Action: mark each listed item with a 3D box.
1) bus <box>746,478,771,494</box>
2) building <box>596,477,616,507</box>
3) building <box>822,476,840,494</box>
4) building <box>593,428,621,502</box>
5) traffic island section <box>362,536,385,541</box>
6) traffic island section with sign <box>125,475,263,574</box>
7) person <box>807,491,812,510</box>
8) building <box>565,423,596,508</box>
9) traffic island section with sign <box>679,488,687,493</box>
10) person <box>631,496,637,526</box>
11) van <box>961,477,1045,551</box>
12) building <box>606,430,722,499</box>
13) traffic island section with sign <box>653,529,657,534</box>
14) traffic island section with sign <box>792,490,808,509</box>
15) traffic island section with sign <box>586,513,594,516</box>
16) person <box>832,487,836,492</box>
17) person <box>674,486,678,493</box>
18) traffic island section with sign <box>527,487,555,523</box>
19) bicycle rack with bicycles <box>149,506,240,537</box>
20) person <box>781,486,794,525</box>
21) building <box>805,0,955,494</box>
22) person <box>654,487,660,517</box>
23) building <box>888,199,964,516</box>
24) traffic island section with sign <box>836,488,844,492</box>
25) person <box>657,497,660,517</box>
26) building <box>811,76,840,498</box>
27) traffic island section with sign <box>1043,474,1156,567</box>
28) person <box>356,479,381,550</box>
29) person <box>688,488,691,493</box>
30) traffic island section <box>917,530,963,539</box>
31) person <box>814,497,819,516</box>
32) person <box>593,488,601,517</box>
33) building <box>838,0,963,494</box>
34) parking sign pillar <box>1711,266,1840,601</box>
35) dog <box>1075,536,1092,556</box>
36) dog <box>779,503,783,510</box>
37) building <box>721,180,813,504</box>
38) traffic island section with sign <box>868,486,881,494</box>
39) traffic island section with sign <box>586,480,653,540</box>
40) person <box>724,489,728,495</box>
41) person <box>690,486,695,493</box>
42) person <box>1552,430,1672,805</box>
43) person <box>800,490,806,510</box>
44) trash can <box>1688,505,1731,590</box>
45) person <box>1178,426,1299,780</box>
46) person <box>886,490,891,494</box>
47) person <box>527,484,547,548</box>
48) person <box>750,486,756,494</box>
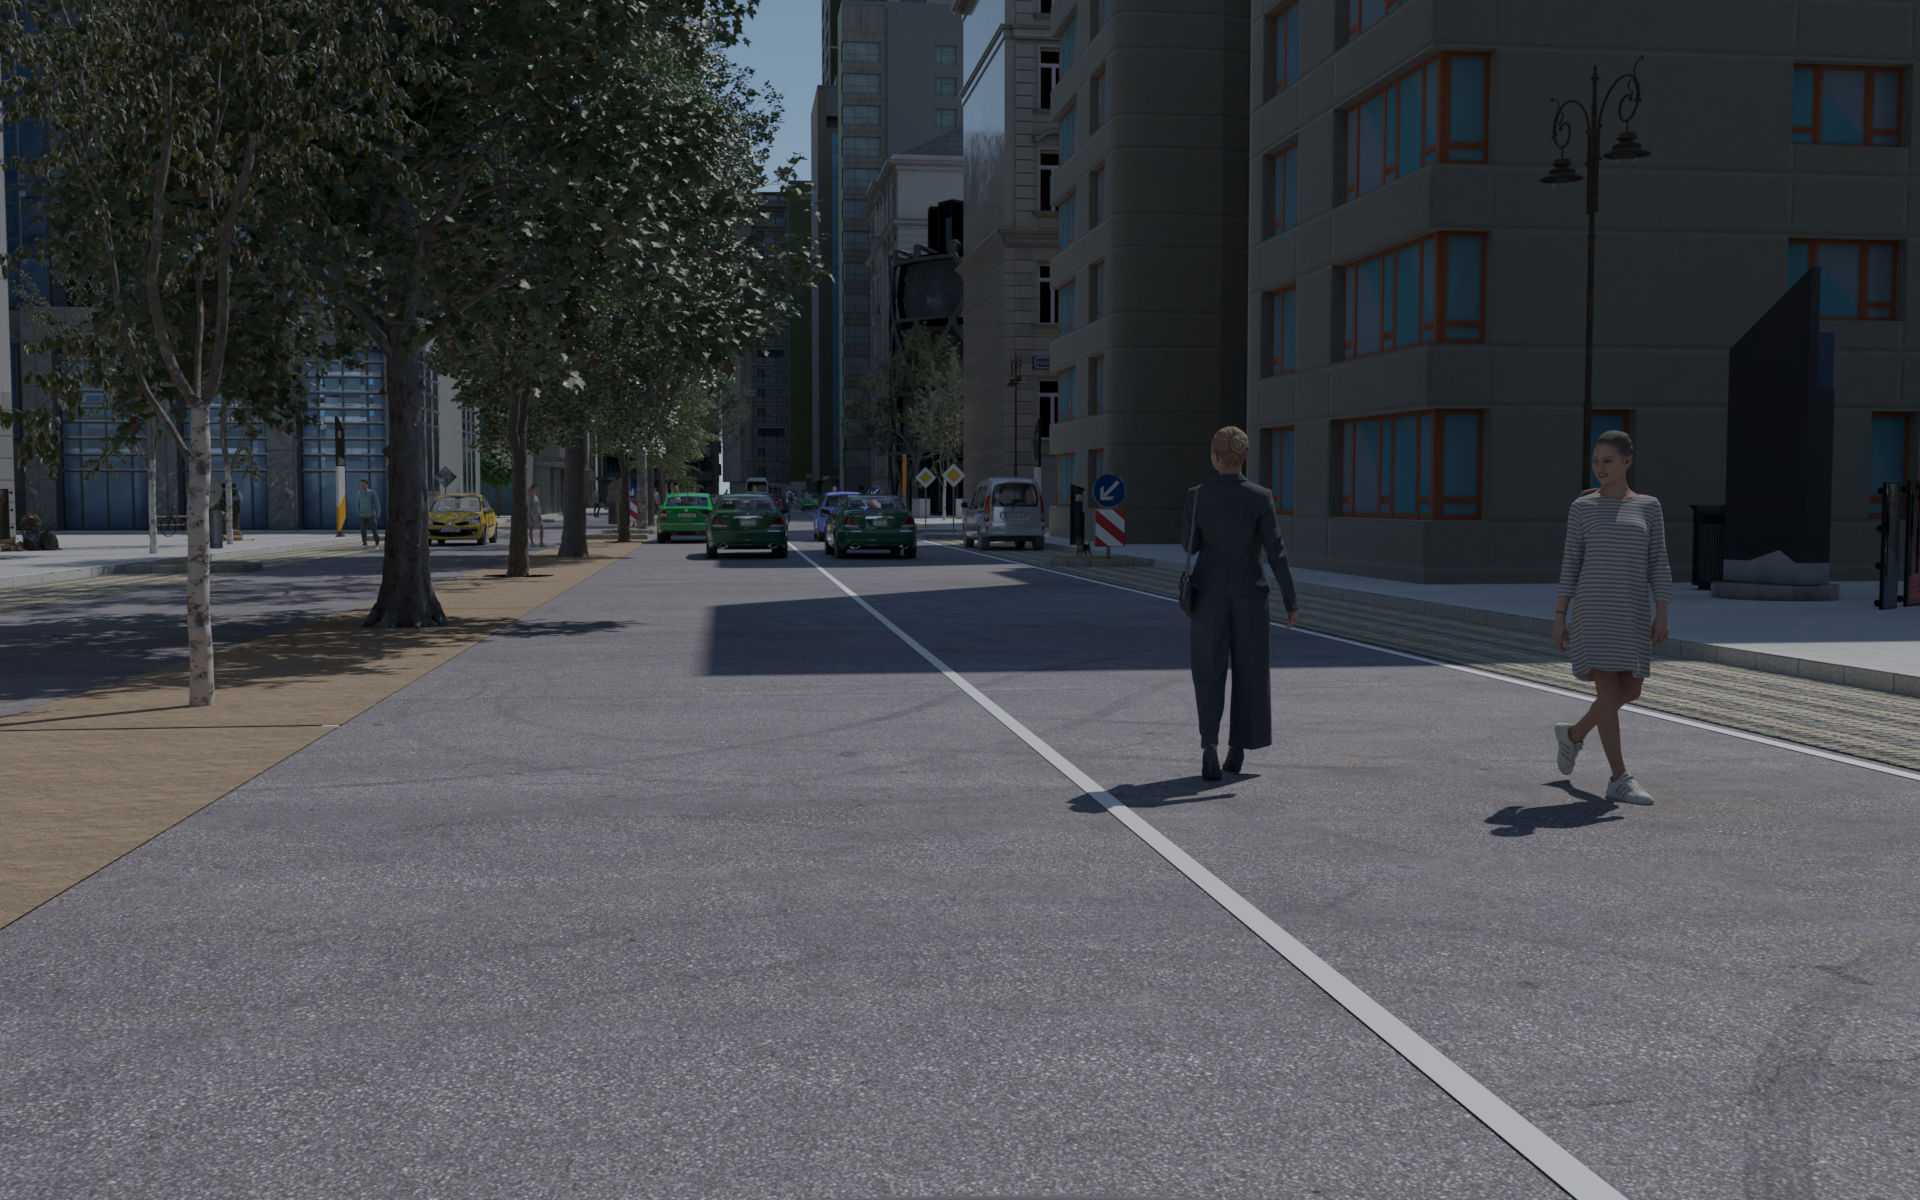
[{"bbox_3d":[-23.951,-12.866,205.223,2.948,3.499,13.247,0,4,-6],"label":"bus"},{"bbox_3d":[-51.677,-29.524,174.599,32.217,40.220,23.993,0,4,-8],"label":"building"},{"bbox_3d":[2.904,-29.195,169.224,32.217,40.220,23.993,0,4,-8],"label":"building"},{"bbox_3d":[-53.705,-33.268,198.551,28.867,44.769,22.147,0,4,-8],"label":"building"},{"bbox_3d":[-17.328,-1.941,54.021,2.009,0.180,2.903,0,4,-8],"label":"traffic island section"},{"bbox_3d":[-14.032,-1.425,31.920,1.989,1.847,2.006,0,4,-8],"label":"traffic island section with sign"},{"bbox_3d":[-13.847,-9.088,158.026,0.436,1.711,0.756,-3,4,-38],"label":"person"},{"bbox_3d":[-46.625,-18.601,149.165,27.650,21.520,28.899,0,4,-8],"label":"building"},{"bbox_3d":[-21.923,-7.877,136.927,2.006,1.907,1.989,0,4,-8],"label":"traffic island section with sign"},{"bbox_3d":[-14.606,-4.251,78.102,0.616,1.811,0.778,-2,4,-32],"label":"person"},{"bbox_3d":[1.102,-2.325,45.030,2.013,2.044,4.112,0,4,-8],"label":"van"},{"bbox_3d":[-42.633,-37.031,229.163,21.600,48.544,21.300,0,4,-8],"label":"building"},{"bbox_3d":[-11.902,-3.322,62.457,2.006,1.907,1.989,0,4,-8],"label":"traffic island section with sign"},{"bbox_3d":[-14.857,-9.589,165.411,1.989,1.847,2.006,0,4,-8],"label":"traffic island section with sign"},{"bbox_3d":[-25.062,-6.442,113.954,1.989,1.847,2.006,0,4,-8],"label":"traffic island section with sign"},{"bbox_3d":[-5.789,-4.322,79.588,0.576,1.772,0.534,0,4,3],"label":"person"},{"bbox_3d":[-10.778,-3.392,64.638,0.598,1.740,0.731,1,4,22],"label":"person"},{"bbox_3d":[-21.471,-4.808,87.238,1.989,1.847,2.006,0,4,-8],"label":"traffic island section with sign"},{"bbox_3d":[-22.873,-2.379,52.279,2.852,0.926,2.925,1,4,15],"label":"bicycle rack with bicycles"},{"bbox_3d":[-8.143,-4.451,81.464,0.721,1.800,0.419,1,4,12],"label":"person"},{"bbox_3d":[-7.645,-46.847,204.195,20.563,71.187,20.611,0,4,-8],"label":"building"},{"bbox_3d":[-18.884,-6.031,106.960,0.661,1.843,0.795,-2,4,-27],"label":"person"},{"bbox_3d":[3.882,-14.685,107.554,16.820,18.784,16.811,0,4,-8],"label":"building"},{"bbox_3d":[-8.126,-6.530,115.393,1.989,1.847,2.006,0,4,-8],"label":"traffic island section with sign"},{"bbox_3d":[-18.840,-5.829,108.476,0.373,1.253,0.362,0,4,-5],"label":"person"},{"bbox_3d":[-8.769,-32.856,187.306,14.600,45.320,14.200,0,4,-8],"label":"building"},{"bbox_3d":[2.723,-1.596,34.721,1.989,1.847,2.006,0,4,-8],"label":"traffic island section with sign"},{"bbox_3d":[-15.229,-2.210,44.652,0.660,1.820,0.620,0,4,2],"label":"person"},{"bbox_3d":[-15.577,-5.565,99.827,0.374,1.781,0.599,2,4,28],"label":"person"},{"bbox_3d":[-0.189,-2.081,56.311,2.009,0.180,2.903,0,4,-8],"label":"traffic island section"},{"bbox_3d":[-9.383,-6.105,112.997,0.332,1.250,0.352,0,4,5],"label":"person"},{"bbox_3d":[-22.314,-5.975,106.375,0.473,1.802,0.592,2,4,25],"label":"person"},{"bbox_3d":[-3.478,-28.435,148.505,14.154,41.232,14.086,0,4,-8],"label":"building"},{"bbox_3d":[10.062,-2.007,21.279,1.447,3.967,1.447,-1,4,-18],"label":"parking sign pillar"},{"bbox_3d":[2.706,-1.134,37.825,0.406,0.507,0.540,0,4,-2],"label":"dog"},{"bbox_3d":[-13.121,-6.610,124.904,0.800,0.831,0.513,0,4,1],"label":"dog"},{"bbox_3d":[-24.398,-33.276,227.663,14.086,41.232,14.154,0,4,-8],"label":"building"},{"bbox_3d":[-4.541,-4.896,88.676,1.989,1.847,2.006,0,4,-8],"label":"traffic island section with sign"},{"bbox_3d":[-10.924,-2.873,55.115,2.006,1.907,1.989,0,4,-8],"label":"traffic island section with sign"},{"bbox_3d":[-19.321,-8.296,144.013,0.599,1.838,0.709,1,4,23],"label":"person"},{"bbox_3d":[-11.287,-3.943,73.243,0.678,1.792,0.850,-2,4,-28],"label":"person"},{"bbox_3d":[3.078,0.059,8.292,0.466,1.731,0.760,-1,4,-20],"label":"person"},{"bbox_3d":[-14.173,-9.068,156.758,0.705,1.824,1.348,2,4,23],"label":"person"},{"bbox_3d":[10.144,-0.707,23.206,0.748,1.137,0.748,0,3,0],"label":"trash can"},{"bbox_3d":[1.393,0.009,8.773,0.576,1.772,0.534,0,4,-6],"label":"person"},{"bbox_3d":[-2.908,-3.643,69.871,0.330,1.601,0.589,-1,4,-16],"label":"person"},{"bbox_3d":[-11.379,-2.251,46.304,0.522,1.701,0.512,1,4,20],"label":"person"},{"bbox_3d":[-9.637,-4.439,81.180,0.767,1.812,0.694,1,4,17],"label":"person"}]
